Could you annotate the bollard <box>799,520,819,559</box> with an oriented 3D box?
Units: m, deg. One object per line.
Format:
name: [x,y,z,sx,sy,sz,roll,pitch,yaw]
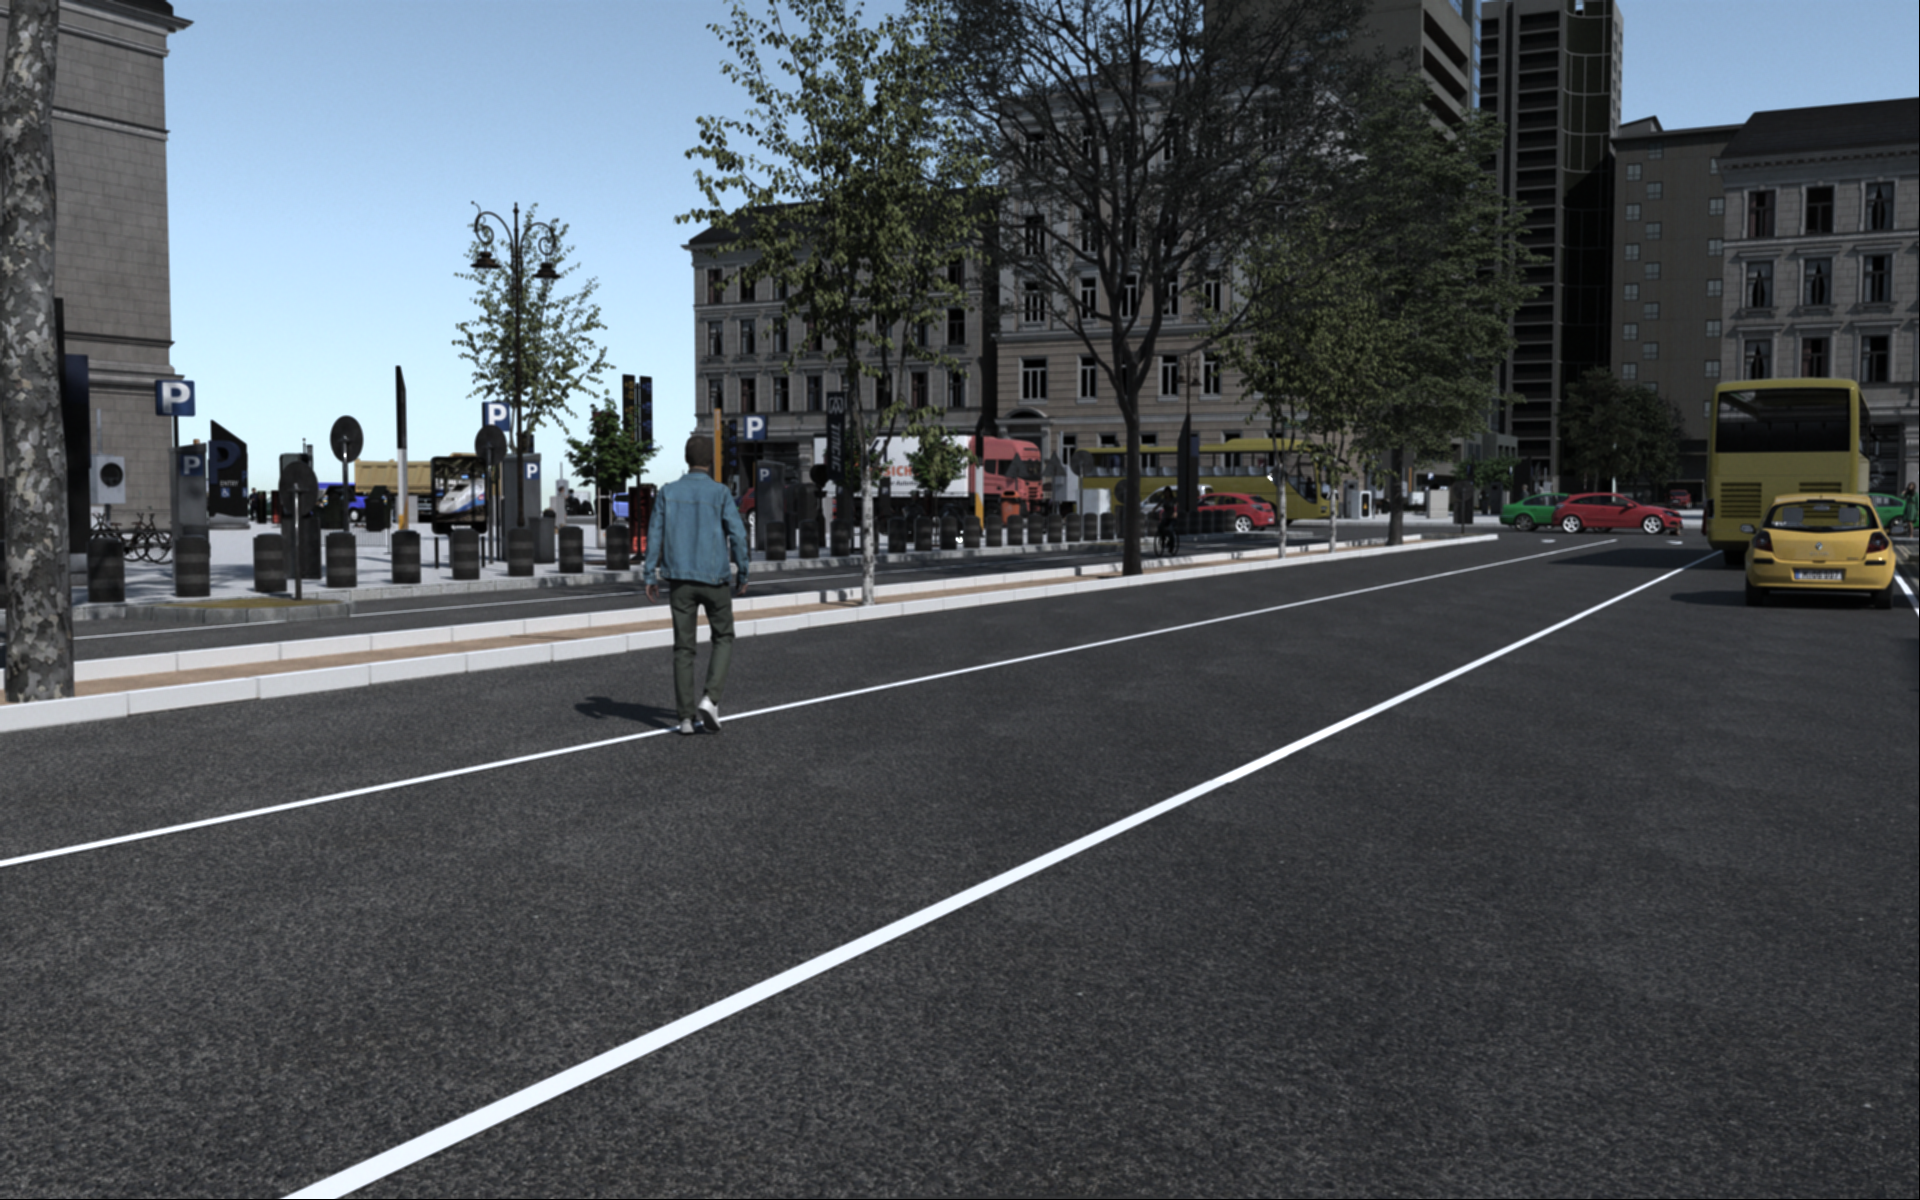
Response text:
bollard: [-3.014,-1.213,34.545,0.404,0.777,0.398,0,3,0]

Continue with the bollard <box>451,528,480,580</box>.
bollard: [-7.409,-0.687,25.957,0.404,0.777,0.398,0,3,0]

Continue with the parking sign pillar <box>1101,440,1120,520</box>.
parking sign pillar: [7.786,-5.951,85.766,1.447,3.967,1.447,-1,4,-12]

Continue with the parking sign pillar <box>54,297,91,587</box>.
parking sign pillar: [-12.688,-2.200,24.436,1.447,3.967,1.447,-3,5,-40]

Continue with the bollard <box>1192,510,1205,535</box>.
bollard: [7.425,-2.462,54.975,0.404,0.777,0.398,0,3,0]

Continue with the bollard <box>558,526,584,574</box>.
bollard: [-6.313,-0.819,28.101,0.404,0.777,0.398,0,3,0]

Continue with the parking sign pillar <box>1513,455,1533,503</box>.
parking sign pillar: [39.421,-8.120,121.241,1.447,3.967,1.447,-3,5,-42]

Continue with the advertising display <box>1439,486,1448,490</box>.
advertising display: [38.332,-8.113,137.858,0.974,1.923,0.123,0,4,7]

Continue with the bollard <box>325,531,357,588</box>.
bollard: [-8.507,-0.556,23.810,0.404,0.777,0.398,0,3,0]

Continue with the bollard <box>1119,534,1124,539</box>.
bollard: [4.678,-2.133,49.595,0.404,0.777,0.398,0,3,0]

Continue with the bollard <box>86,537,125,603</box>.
bollard: [-10.155,-0.359,20.587,0.404,0.777,0.398,0,3,0]

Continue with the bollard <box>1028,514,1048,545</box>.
bollard: [1.920,-1.804,44.207,0.404,0.777,0.398,0,3,0]

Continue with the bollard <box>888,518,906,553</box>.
bollard: [-1.372,-1.410,37.773,0.404,0.777,0.398,0,3,0]

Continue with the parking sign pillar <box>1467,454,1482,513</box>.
parking sign pillar: [33.984,-7.754,115.244,1.447,3.967,1.447,1,4,17]

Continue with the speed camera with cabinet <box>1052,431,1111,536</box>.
speed camera with cabinet: [3.780,-3.644,53.914,0.660,3.252,2.038,-3,5,-42]

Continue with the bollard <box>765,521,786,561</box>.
bollard: [-3.565,-1.147,33.477,0.404,0.777,0.398,0,3,0]

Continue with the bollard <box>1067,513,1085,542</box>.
bollard: [3.021,-1.935,46.360,0.404,0.777,0.398,0,3,0]

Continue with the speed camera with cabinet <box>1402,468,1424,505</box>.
speed camera with cabinet: [33.722,-8.283,129.768,2.038,3.252,0.660,-1,4,-13]

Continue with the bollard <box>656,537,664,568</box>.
bollard: [-5.210,-0.951,30.261,0.404,0.777,0.398,0,3,0]

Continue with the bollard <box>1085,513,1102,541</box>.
bollard: [3.568,-2.001,47.430,0.404,0.777,0.398,0,3,0]

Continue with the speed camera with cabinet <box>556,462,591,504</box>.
speed camera with cabinet: [-24.014,-6.926,107.568,2.038,3.252,0.660,0,4,1]

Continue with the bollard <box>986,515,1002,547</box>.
bollard: [0.822,-1.672,42.059,0.404,0.777,0.398,0,3,0]

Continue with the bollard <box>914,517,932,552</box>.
bollard: [-0.823,-1.476,38.842,0.404,0.777,0.398,0,3,0]

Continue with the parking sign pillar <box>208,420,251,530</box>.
parking sign pillar: [-26.535,-4.544,62.761,1.447,3.967,1.447,0,4,7]

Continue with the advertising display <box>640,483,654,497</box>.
advertising display: [-18.976,-6.089,104.774,0.974,1.923,0.123,0,4,-6]

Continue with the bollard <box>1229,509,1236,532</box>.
bollard: [9.075,-2.660,58.202,0.404,0.777,0.398,0,3,0]

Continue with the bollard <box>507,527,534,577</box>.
bollard: [-6.858,-0.753,27.029,0.404,0.777,0.398,0,3,0]

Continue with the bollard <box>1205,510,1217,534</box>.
bollard: [7.973,-2.528,56.045,0.404,0.777,0.398,0,3,0]

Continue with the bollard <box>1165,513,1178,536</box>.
bollard: [6.326,-2.331,52.823,0.404,0.777,0.398,0,3,0]

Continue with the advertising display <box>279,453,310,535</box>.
advertising display: [-10.611,-1.372,27.644,0.123,1.923,0.974,-3,5,-40]

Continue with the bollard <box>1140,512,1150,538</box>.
bollard: [5.225,-2.199,50.665,0.404,0.777,0.398,0,3,0]

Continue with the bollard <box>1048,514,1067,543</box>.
bollard: [2.474,-1.869,45.277,0.404,0.777,0.398,0,3,0]

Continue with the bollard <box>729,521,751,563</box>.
bollard: [-4.112,-1.082,32.404,0.404,0.777,0.398,0,3,0]

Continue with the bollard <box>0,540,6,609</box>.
bollard: [-10.703,-0.293,19.514,0.404,0.777,0.398,0,3,0]

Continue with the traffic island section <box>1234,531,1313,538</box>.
traffic island section: [10.523,-2.161,57.612,2.009,0.180,2.903,2,4,27]

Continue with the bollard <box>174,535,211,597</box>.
bollard: [-9.604,-0.425,21.667,0.404,0.777,0.398,0,3,0]

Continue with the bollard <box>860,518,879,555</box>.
bollard: [-1.917,-1.344,36.698,0.404,0.777,0.398,0,3,0]

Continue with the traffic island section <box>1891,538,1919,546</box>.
traffic island section: [27.481,-1.632,48.968,2.009,0.180,2.903,2,4,27]

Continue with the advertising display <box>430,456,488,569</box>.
advertising display: [-8.674,-1.517,30.022,0.974,1.923,0.123,-3,5,-40]

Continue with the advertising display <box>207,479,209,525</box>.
advertising display: [-31.444,-4.132,72.774,0.123,1.923,0.974,1,4,13]

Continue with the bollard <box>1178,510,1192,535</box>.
bollard: [6.875,-2.396,53.897,0.404,0.777,0.398,0,3,0]

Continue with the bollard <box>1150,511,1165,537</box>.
bollard: [5.777,-2.264,51.740,0.404,0.777,0.398,0,3,0]

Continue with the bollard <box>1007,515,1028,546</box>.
bollard: [1.372,-1.738,43.136,0.404,0.777,0.398,0,3,0]

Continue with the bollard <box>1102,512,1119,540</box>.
bollard: [4.120,-2.067,48.508,0.404,0.777,0.398,0,3,0]

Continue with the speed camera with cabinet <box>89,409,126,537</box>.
speed camera with cabinet: [-20.154,-2.762,39.492,0.660,3.252,2.038,2,4,33]

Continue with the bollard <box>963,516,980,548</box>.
bollard: [0.277,-1.607,40.988,0.404,0.777,0.398,0,3,0]

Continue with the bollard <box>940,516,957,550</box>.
bollard: [-0.271,-1.541,39.918,0.404,0.777,0.398,0,3,0]

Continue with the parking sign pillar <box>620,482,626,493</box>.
parking sign pillar: [-20.904,-7.155,105.455,1.447,3.967,1.447,2,4,27]

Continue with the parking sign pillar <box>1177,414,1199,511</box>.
parking sign pillar: [7.738,-4.305,58.865,1.447,3.967,1.447,0,4,-6]

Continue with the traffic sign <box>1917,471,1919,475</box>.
traffic sign: [27.457,-2.768,48.902,0.795,2.450,0.064,2,4,27]

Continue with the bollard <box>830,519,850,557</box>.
bollard: [-2.470,-1.278,35.617,0.404,0.777,0.398,0,3,0]

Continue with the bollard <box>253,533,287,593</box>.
bollard: [-9.056,-0.491,22.737,0.404,0.777,0.398,0,3,0]

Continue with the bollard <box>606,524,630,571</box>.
bollard: [-5.765,-0.884,29.171,0.404,0.777,0.398,0,3,0]

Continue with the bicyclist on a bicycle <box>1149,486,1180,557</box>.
bicyclist on a bicycle: [4.773,-1.828,39.914,1.499,1.676,1.625,2,4,27]

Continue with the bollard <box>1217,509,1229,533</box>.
bollard: [8.529,-2.594,57.132,0.404,0.777,0.398,0,3,0]

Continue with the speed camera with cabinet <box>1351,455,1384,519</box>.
speed camera with cabinet: [20.755,-5.739,88.160,2.038,3.252,0.660,-3,5,-41]

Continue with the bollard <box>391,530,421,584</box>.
bollard: [-7.959,-0.622,24.886,0.404,0.777,0.398,0,3,0]

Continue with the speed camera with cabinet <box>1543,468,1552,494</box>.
speed camera with cabinet: [43.629,-8.228,128.860,0.660,3.252,2.038,2,4,26]
